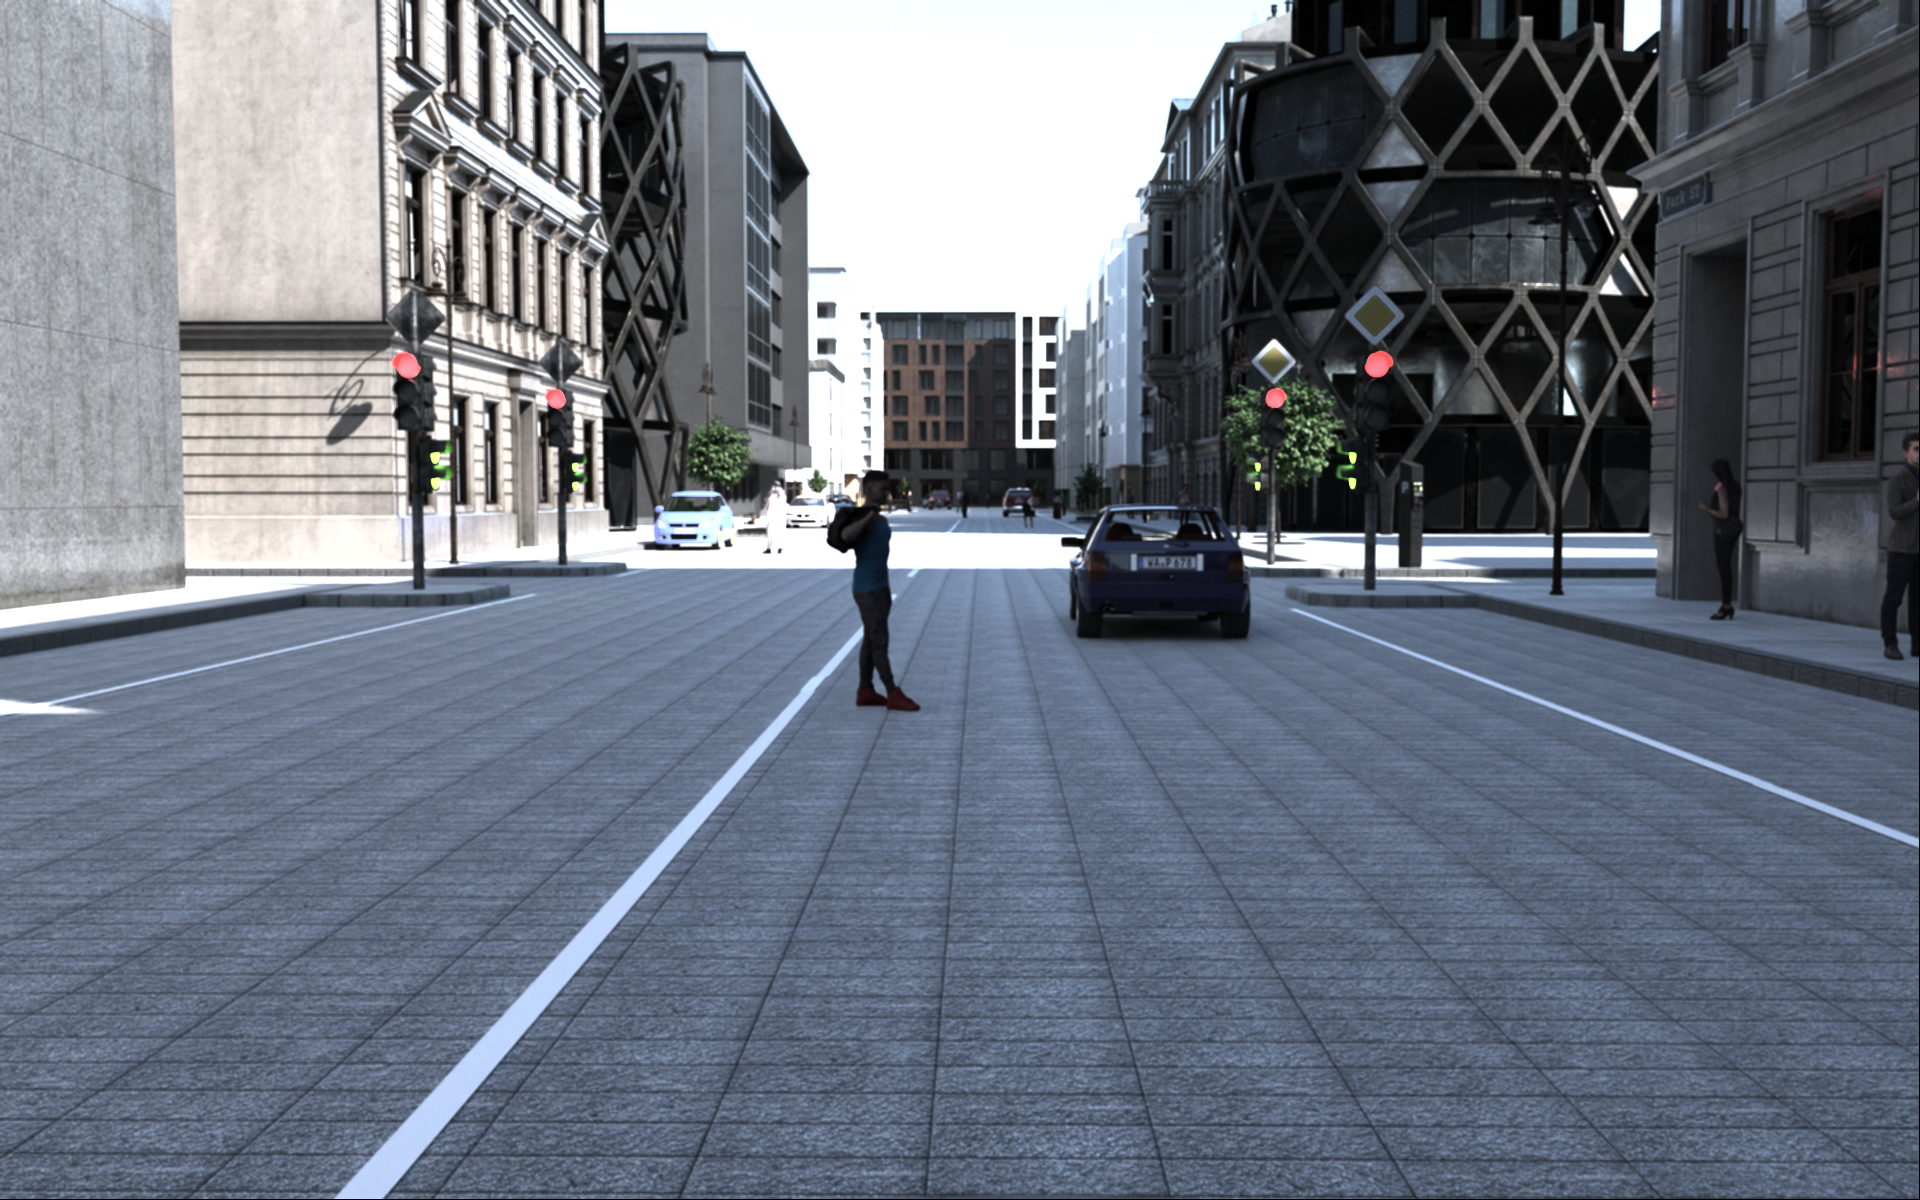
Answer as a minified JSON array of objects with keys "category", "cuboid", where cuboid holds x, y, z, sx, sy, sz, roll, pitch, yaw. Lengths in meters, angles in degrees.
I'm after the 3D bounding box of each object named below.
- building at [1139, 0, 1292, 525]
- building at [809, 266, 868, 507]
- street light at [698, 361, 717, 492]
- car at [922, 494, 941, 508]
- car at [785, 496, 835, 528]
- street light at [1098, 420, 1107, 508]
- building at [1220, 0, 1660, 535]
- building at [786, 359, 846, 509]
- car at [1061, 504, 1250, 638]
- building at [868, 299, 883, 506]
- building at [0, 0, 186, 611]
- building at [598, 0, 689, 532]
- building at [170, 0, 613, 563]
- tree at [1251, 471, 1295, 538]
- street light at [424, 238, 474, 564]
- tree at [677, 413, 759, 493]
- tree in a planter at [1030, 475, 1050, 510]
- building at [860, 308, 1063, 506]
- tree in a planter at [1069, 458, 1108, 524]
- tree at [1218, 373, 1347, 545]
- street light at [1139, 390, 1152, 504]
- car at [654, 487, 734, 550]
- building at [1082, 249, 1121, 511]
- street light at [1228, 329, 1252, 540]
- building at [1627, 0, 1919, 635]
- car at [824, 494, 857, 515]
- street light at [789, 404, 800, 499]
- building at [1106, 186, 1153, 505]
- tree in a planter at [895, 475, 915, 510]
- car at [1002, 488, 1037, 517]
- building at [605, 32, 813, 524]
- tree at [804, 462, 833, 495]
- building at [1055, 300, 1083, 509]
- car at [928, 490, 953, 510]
[{"category":"building","cuboid":[16.521,-16.429,87.692,14.460,24.649,34.723,0,4,1]},{"category":"building","cuboid":[-16.111,-17.435,141.487,16.016,20.091,11.380,0,4,1]},{"category":"street light","cuboid":[-8.804,-5.369,60.568,0.468,5.910,1.993,0,4,1]},{"category":"car","cuboid":[-2.808,-9.954,174.742,2.014,1.417,4.499,0,4,1]},{"category":"car","cuboid":[-6.407,-3.772,74.036,2.083,1.381,4.827,0,4,2]},{"category":"street light","cuboid":[8.711,-8.130,105.714,0.468,5.910,1.993,0,4,1]},{"category":"building","cuboid":[17.639,-11.869,61.516,16.820,18.784,16.811,0,4,1]},{"category":"building","cuboid":[-12.589,-10.999,121.981,9.099,9.664,28.070,0,4,1]},{"category":"car","cuboid":[2.067,-0.368,18.596,1.945,1.354,3.894,0,4,2]},{"category":"building","cuboid":[-13.668,-19.467,174.711,11.380,20.091,16.016,0,4,1]},{"category":"building","cuboid":[-20.500,-12.161,16.849,19.932,24.808,12.078,0,4,1]},{"category":"building","cuboid":[-18.029,-11.707,58.863,16.820,18.784,16.811,0,4,1]},{"category":"building","cuboid":[-15.020,-10.773,40.759,10.561,19.102,19.286,0,4,1]},{"category":"tree","cuboid":[9.090,-3.464,51.235,1.663,3.219,1.824,0,3,0]},{"category":"street light","cuboid":[-9.264,-3.593,31.540,0.468,5.910,1.993,0,4,1]},{"category":"tree","cuboid":[-9.845,-5.297,70.323,4.285,4.588,4.351,0,3,0]},{"category":"tree in a planter","cuboid":[7.356,-10.012,160.911,1.991,3.239,1.994,0,4,1]},{"category":"building","cuboid":[4.183,-22.036,204.259,32.646,21.610,27.936,0,4,1]},{"category":"tree in a planter","cuboid":[6.344,-5.355,84.779,1.991,3.239,1.994,0,4,1]},{"category":"tree","cuboid":[8.306,-3.726,44.640,4.285,4.588,4.351,0,3,0]},{"category":"street light","cuboid":[8.263,-6.384,77.174,0.468,5.910,1.993,0,4,1]},{"category":"car","cuboid":[-6.947,-2.187,45.356,1.945,1.707,3.694,0,3,0]},{"category":"building","cuboid":[18.975,-16.344,133.675,16.747,18.905,31.486,0,4,1]},{"category":"street light","cuboid":[7.845,-4.639,48.634,0.468,5.910,1.993,0,4,1]},{"category":"building","cuboid":[13.564,-10.712,11.291,11.583,22.565,21.152,0,4,1]},{"category":"car","cuboid":[-6.260,-4.645,87.740,2.131,1.459,4.920,0,4,1]},{"category":"street light","cuboid":[-8.512,-7.129,89.342,0.468,5.910,1.993,0,4,1]},{"category":"building","cuboid":[17.647,-15.640,112.128,16.016,20.091,11.380,0,4,1]},{"category":"tree in a planter","cuboid":[-5.167,-9.957,160.022,1.991,3.239,1.994,0,4,1]},{"category":"car","cuboid":[3.773,-6.200,110.037,2.281,1.827,5.304,0,4,2]},{"category":"building","cuboid":[-16.086,-16.469,88.340,14.314,24.678,30.058,0,4,1]},{"category":"tree","cuboid":[-8.810,-6.824,106.167,1.663,3.219,1.824,0,3,0]},{"category":"building","cuboid":[18.161,-18.327,166.097,16.747,18.905,31.486,0,4,1]},{"category":"car","cuboid":[-1.808,-9.218,159.395,2.281,1.827,5.304,0,4,1]}]
